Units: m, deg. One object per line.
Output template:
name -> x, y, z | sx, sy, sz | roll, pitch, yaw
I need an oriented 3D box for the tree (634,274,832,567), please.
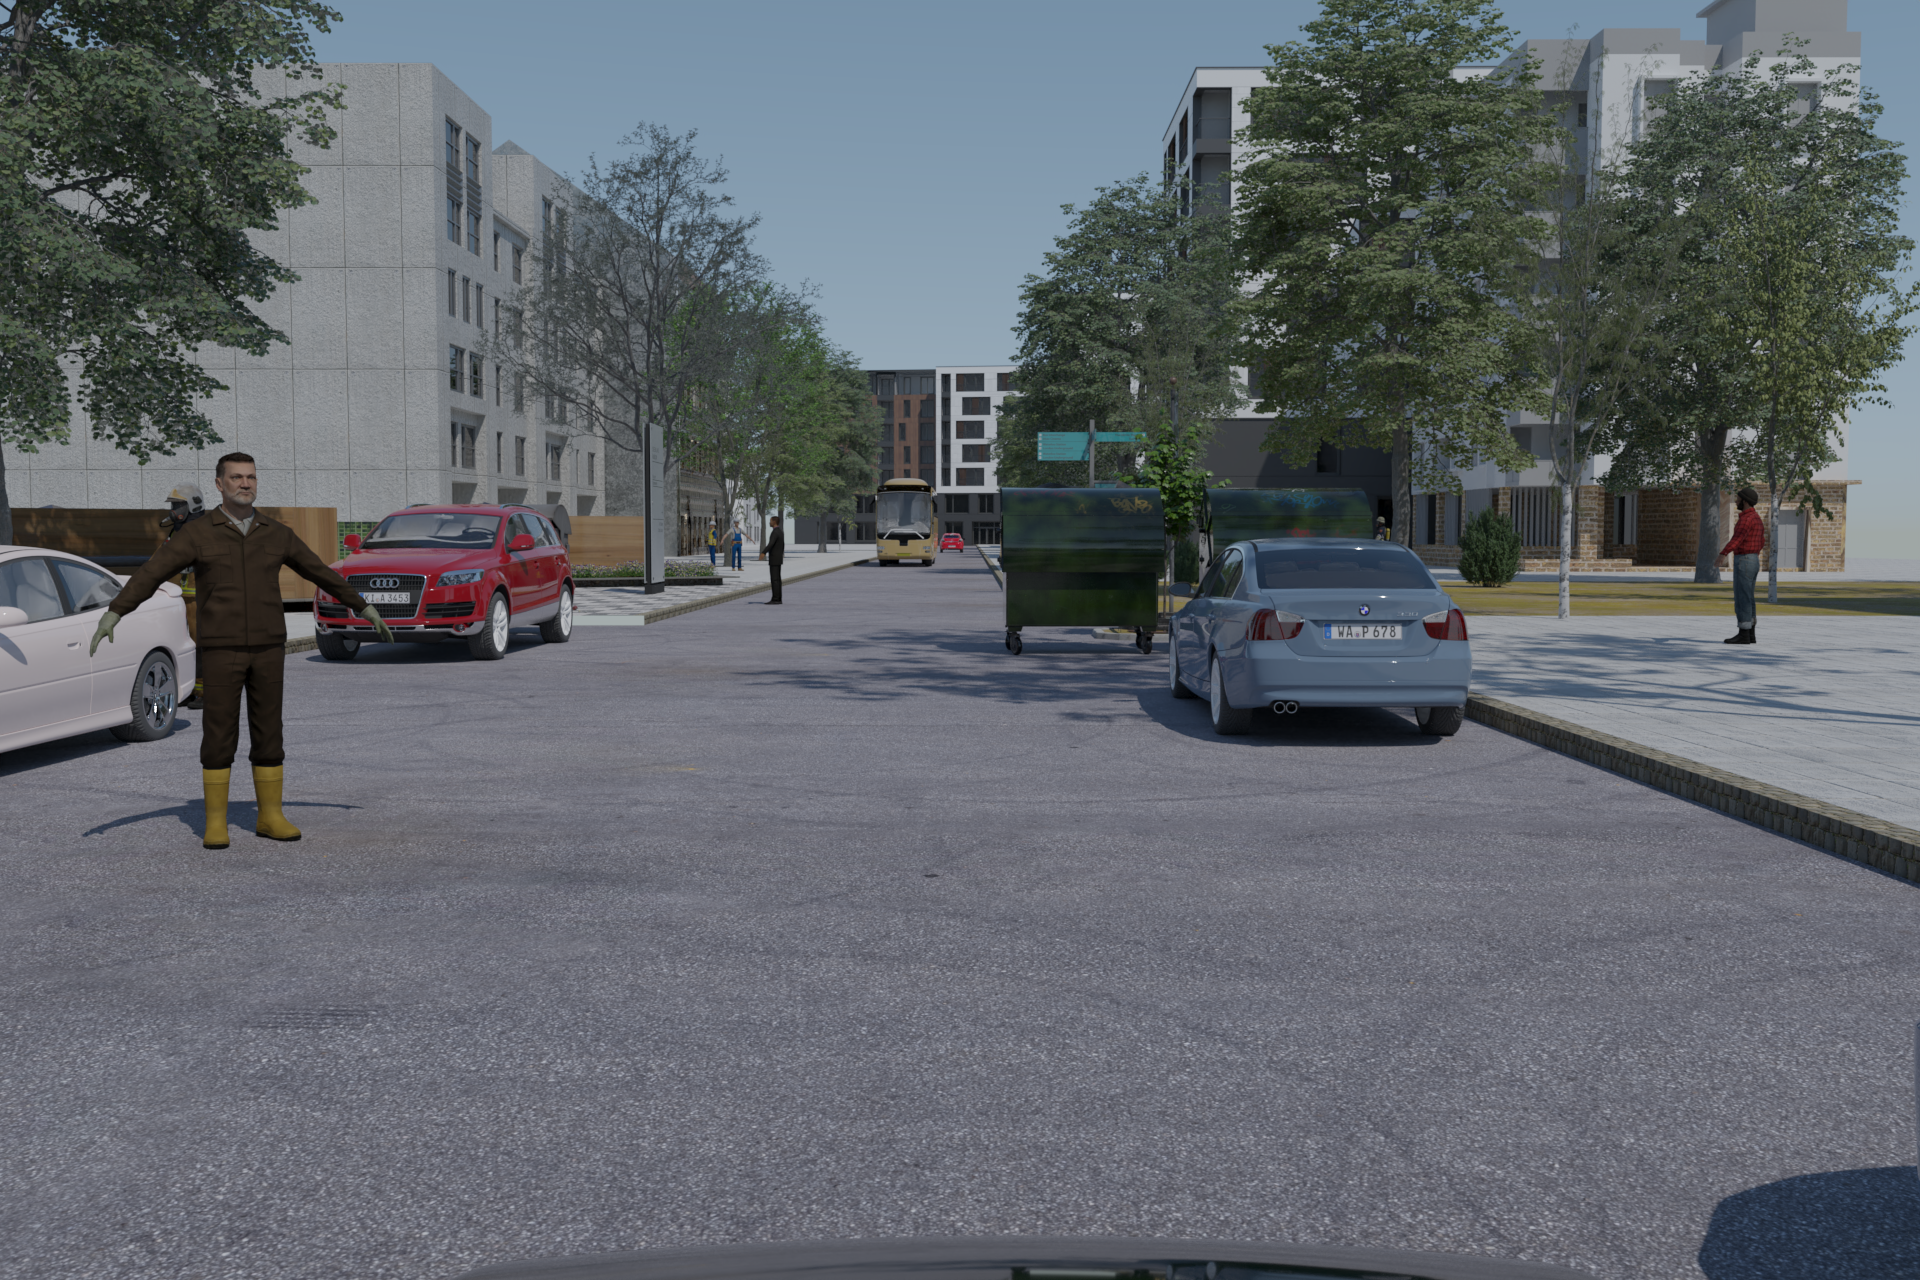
tree -> -8.983, -8.675, 67.591 | 9.928, 11.665, 9.643 | 0, 3, 0

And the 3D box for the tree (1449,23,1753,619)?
tree -> 8.911, -4.625, 25.982 | 4.360, 8.622, 3.978 | 0, 3, 0

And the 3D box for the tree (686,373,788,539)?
tree -> -9.931, -7.540, 73.649 | 4.360, 8.622, 3.978 | 0, 3, 0

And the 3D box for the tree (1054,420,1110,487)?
tree -> 6.612, -8.681, 92.300 | 4.737, 8.622, 4.395 | 0, 3, 0

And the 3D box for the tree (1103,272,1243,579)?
tree -> 5.726, -6.046, 49.212 | 4.360, 8.622, 3.978 | 0, 3, 0

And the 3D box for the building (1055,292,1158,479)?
building -> 22.485, -19.477, 162.431 | 27.936, 21.610, 32.646 | 0, 3, 0

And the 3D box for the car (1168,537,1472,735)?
car -> 2.699, -0.100, 13.632 | 2.014, 1.417, 4.499 | 0, 4, 1

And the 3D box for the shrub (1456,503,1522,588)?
shrub -> 12.732, -2.278, 41.663 | 1.690, 2.028, 1.600 | 0, 3, 0

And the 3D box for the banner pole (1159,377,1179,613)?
banner pole -> 3.391, -2.288, 27.420 | 0.401, 3.779, 0.863 | 0, 4, -1

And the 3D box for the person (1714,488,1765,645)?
person -> 9.142, -0.863, 20.225 | 0.704, 1.816, 1.345 | 3, 5, 41

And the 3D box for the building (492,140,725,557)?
building -> -25.000, -16.830, 106.094 | 19.493, 23.208, 18.063 | 0, 4, 1

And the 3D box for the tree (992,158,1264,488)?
tree -> 5.658, -9.377, 59.969 | 9.857, 13.997, 8.962 | 0, 3, 0

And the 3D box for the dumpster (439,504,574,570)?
dumpster -> -6.619, -1.027, 25.007 | 1.865, 1.857, 1.264 | 0, 4, 0

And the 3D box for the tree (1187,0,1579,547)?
tree -> 8.133, -7.040, 33.234 | 7.486, 12.596, 7.792 | 0, 3, 0

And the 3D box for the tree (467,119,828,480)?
tree -> -9.061, -8.590, 50.810 | 12.009, 13.543, 11.850 | 0, 3, 0

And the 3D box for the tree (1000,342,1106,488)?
tree -> 6.235, -11.259, 102.217 | 7.486, 12.596, 7.792 | 0, 3, 0

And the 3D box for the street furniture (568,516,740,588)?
street furniture -> -9.294, -2.252, 43.677 | 11.010, 1.723, 9.812 | -2, 4, -32

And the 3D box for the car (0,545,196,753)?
car -> -6.486, 0.103, 10.686 | 2.083, 1.381, 4.827 | 0, 4, 1

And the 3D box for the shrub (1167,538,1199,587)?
shrub -> 5.538, -1.903, 42.233 | 1.383, 1.207, 1.383 | 0, 3, 0

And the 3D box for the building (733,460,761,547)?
building -> -25.854, -14.924, 186.155 | 9.099, 9.664, 28.070 | 0, 4, 0

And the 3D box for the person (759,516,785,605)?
person -> -3.783, -1.625, 35.252 | 0.704, 1.802, 1.346 | 1, 4, 11

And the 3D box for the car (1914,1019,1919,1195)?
car -> 2.609, 0.657, 1.268 | 2.014, 1.417, 4.499 | 0, 4, 0

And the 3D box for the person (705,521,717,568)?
person -> -9.479, -3.625, 65.731 | 0.721, 1.772, 1.216 | -2, 4, -23

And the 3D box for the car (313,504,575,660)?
car -> -6.209, -0.776, 21.358 | 2.281, 1.827, 5.304 | 0, 4, 1

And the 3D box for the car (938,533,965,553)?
car -> -0.655, -7.603, 133.343 | 2.155, 1.783, 4.494 | 0, 4, -1

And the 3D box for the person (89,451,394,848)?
person -> -3.320, 0.035, 8.029 | 1.346, 1.812, 0.704 | -3, 5, -39

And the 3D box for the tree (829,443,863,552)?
tree -> -8.884, -10.778, 126.583 | 4.737, 8.622, 4.395 | 0, 3, 0

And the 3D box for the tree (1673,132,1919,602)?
tree -> 15.483, -5.005, 32.202 | 4.737, 8.622, 4.395 | 0, 3, 0

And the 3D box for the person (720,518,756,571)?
person -> -7.743, -3.320, 60.141 | 1.347, 1.847, 0.705 | -2, 4, -34

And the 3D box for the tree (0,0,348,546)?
tree -> -12.848, -7.083, 22.456 | 9.857, 13.997, 8.962 | 0, 3, 0

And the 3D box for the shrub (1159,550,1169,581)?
shrub -> 5.145, -2.153, 46.323 | 1.383, 1.207, 1.383 | 0, 3, 0

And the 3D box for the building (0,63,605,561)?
building -> -28.221, -13.127, 81.077 | 16.747, 18.905, 31.486 | 0, 4, 0

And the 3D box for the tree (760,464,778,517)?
tree -> -26.172, -17.360, 218.249 | 7.601, 10.594, 8.767 | 0, 4, -2

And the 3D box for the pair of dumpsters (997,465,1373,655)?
pair of dumpsters -> 2.662, -0.981, 20.998 | 4.436, 2.255, 1.574 | 0, 4, -1

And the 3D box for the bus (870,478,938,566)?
bus -> -2.389, -5.414, 80.060 | 2.896, 3.916, 12.252 | 0, 4, 0

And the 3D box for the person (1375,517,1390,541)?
person -> 14.205, -3.231, 58.607 | 0.705, 1.856, 1.354 | 2, 4, 23

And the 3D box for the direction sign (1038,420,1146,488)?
direction sign -> 3.073, -3.131, 39.953 | 2.525, 3.948, 1.411 | 0, 4, 1

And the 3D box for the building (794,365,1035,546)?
building -> -3.066, -23.065, 223.546 | 32.646, 21.610, 27.936 | 1, 4, 8

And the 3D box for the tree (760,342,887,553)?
tree -> -9.324, -12.852, 116.783 | 9.857, 13.997, 8.962 | 0, 3, 0

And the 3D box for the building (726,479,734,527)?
building -> -27.352, -18.382, 156.966 | 16.016, 20.090, 11.380 | 0, 4, 1

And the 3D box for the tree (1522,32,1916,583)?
tree -> 19.697, -8.489, 45.455 | 9.857, 13.997, 8.962 | 0, 3, 0

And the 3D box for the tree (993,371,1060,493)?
tree -> 5.866, -12.127, 116.407 | 7.486, 12.596, 7.792 | 0, 3, 0

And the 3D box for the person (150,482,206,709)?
person -> -6.352, -0.368, 14.241 | 1.354, 1.858, 0.705 | 2, 4, 29

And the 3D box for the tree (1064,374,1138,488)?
tree -> 6.046, -7.506, 73.081 | 4.360, 8.622, 3.978 | 0, 3, 0

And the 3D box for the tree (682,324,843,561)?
tree -> -9.369, -9.531, 81.591 | 9.928, 11.665, 9.643 | 0, 3, 0

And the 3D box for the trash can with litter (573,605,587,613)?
trash can with litter -> -6.885, -1.094, 28.938 | 1.678, 1.210, 2.233 | 0, 4, 1

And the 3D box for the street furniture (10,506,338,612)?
street furniture -> -13.461, -1.452, 30.593 | 9.812, 1.723, 11.010 | -3, 5, -43

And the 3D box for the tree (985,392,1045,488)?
tree -> 6.691, -13.844, 133.004 | 9.857, 13.997, 8.962 | 0, 3, 0

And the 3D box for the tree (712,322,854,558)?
tree -> -9.454, -10.603, 91.493 | 7.486, 12.596, 7.792 | 0, 3, 0

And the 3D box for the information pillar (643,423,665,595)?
information pillar -> -6.616, -2.821, 37.437 | 0.184, 3.620, 1.656 | 0, 4, -1

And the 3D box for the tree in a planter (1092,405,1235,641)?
tree in a planter -> 2.861, -1.642, 24.072 | 1.991, 3.239, 1.994 | 0, 4, 1

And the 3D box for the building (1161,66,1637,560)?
building -> 24.443, -15.185, 92.250 | 27.936, 21.610, 32.646 | 0, 4, 1

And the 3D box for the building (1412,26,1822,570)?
building -> 24.073, -13.118, 70.907 | 16.016, 20.090, 11.380 | 0, 4, 0
